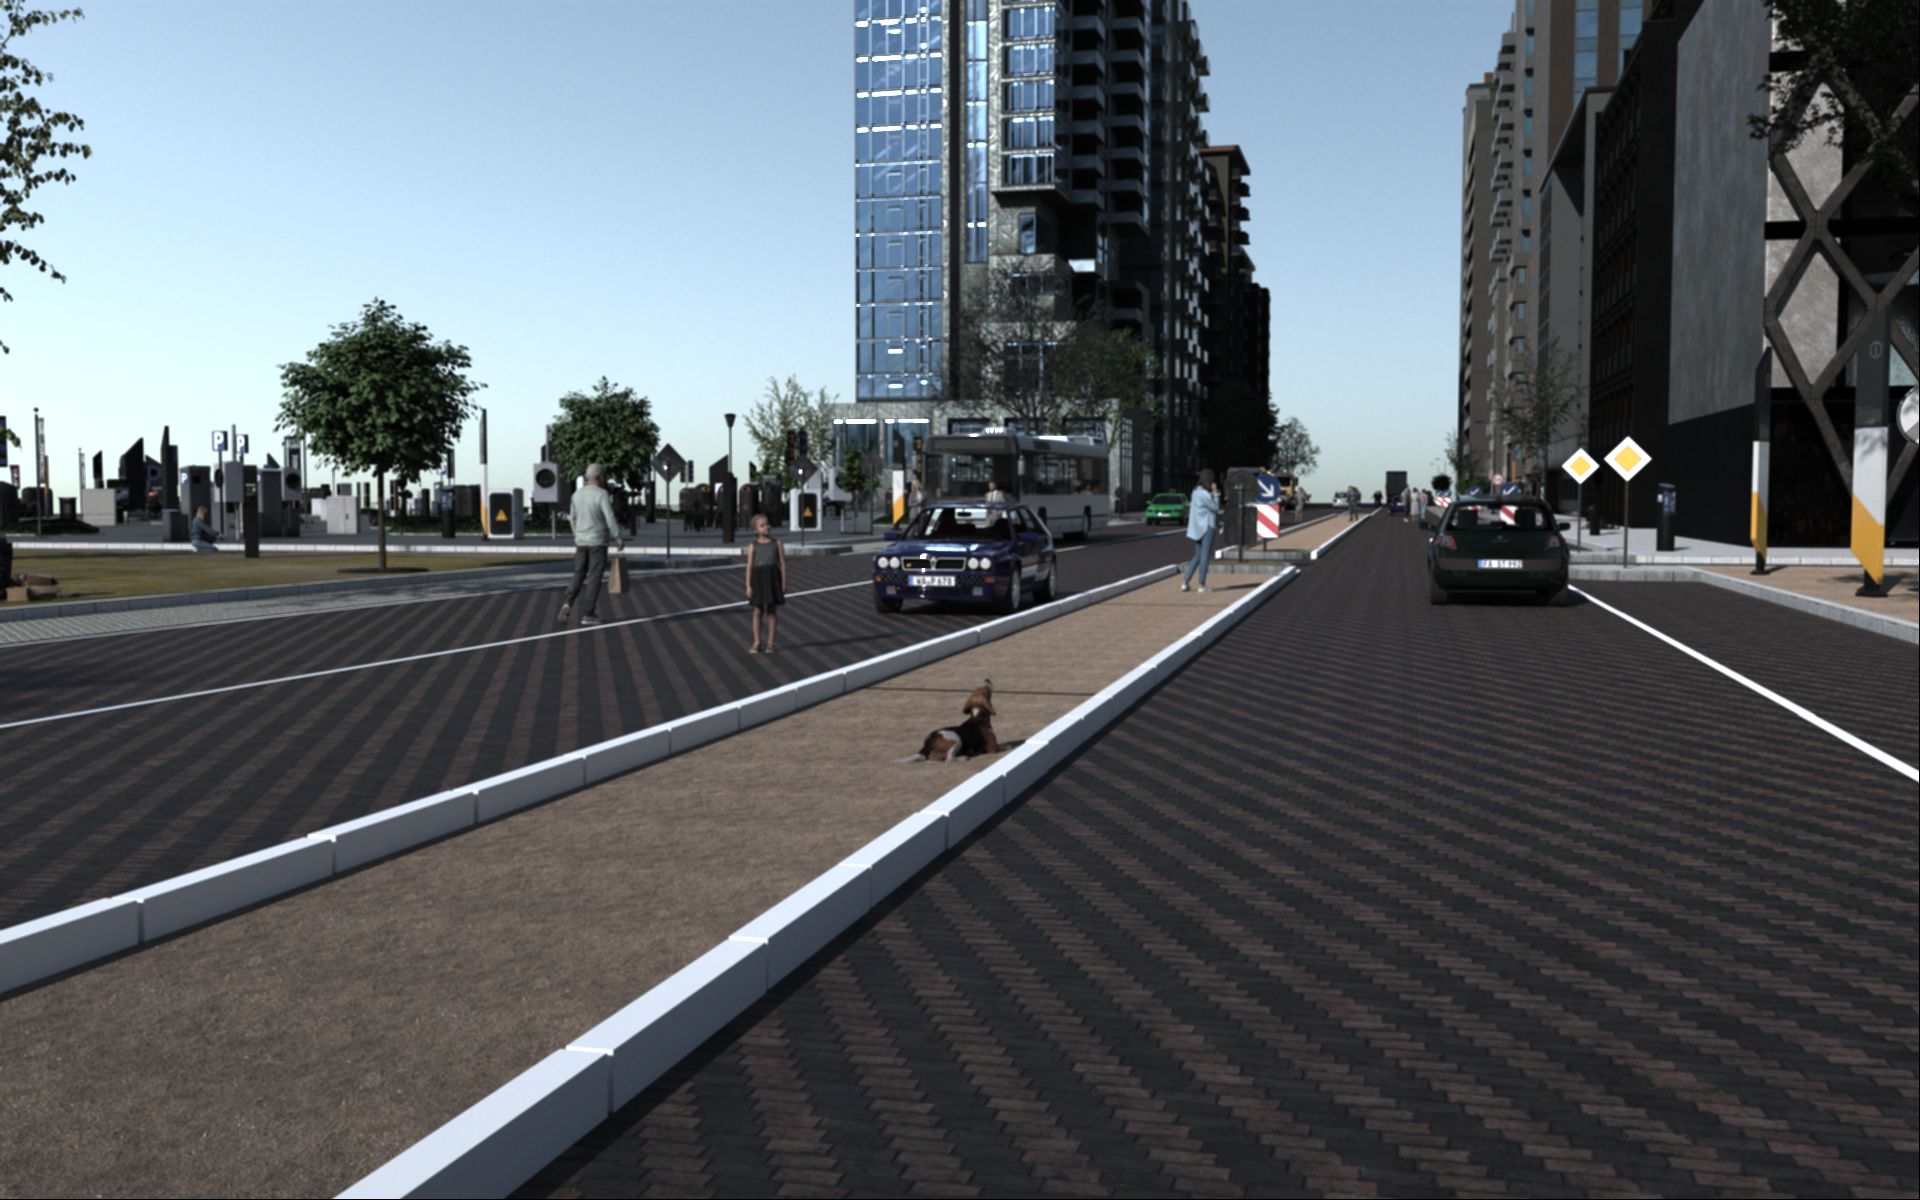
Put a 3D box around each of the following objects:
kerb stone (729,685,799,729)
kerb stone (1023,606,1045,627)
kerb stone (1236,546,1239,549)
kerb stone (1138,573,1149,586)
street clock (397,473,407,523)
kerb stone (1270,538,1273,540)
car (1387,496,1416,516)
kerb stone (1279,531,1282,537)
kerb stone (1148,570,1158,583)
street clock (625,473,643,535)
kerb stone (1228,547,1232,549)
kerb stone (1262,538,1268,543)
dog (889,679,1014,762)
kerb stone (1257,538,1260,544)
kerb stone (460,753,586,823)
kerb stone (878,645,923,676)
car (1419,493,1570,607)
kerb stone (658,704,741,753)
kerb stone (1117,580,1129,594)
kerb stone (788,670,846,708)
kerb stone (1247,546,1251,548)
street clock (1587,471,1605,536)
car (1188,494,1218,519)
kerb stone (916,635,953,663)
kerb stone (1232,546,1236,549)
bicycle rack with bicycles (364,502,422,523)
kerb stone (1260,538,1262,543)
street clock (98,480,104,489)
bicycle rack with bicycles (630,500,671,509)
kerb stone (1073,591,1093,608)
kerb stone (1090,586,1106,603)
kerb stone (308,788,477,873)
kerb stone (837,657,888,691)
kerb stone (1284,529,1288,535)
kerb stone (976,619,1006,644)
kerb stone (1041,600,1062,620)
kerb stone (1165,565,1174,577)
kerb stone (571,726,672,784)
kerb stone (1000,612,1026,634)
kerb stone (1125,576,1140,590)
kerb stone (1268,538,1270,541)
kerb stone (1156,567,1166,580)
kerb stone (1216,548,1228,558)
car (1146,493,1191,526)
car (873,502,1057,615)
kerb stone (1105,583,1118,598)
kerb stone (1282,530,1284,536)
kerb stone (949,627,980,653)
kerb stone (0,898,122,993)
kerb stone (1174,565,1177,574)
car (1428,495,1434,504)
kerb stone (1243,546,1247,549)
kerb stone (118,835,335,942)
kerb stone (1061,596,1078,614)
[{"bbox_3d":[-1.263,0.687,10.972,0.120,0.150,1.000,1,4,14],"label":"kerb stone"},{"bbox_3d":[0.747,0.202,18.926,0.120,0.150,1.000,1,4,14],"label":"kerb stone"},{"bbox_3d":[6.680,-1.227,42.321,0.120,0.150,1.000,1,4,14],"label":"kerb stone"},{"bbox_3d":[2.762,-0.286,26.891,0.120,0.150,1.000,1,4,14],"label":"kerb stone"},{"bbox_3d":[-19.533,-3.432,60.688,0.358,2.002,0.471,-2,4,-34],"label":"street clock"},{"bbox_3d":[9.438,-1.899,53.249,0.120,0.150,1.000,1,4,14],"label":"kerb stone"},{"bbox_3d":[29.656,-6.336,116.179,1.945,1.354,3.894,1,4,12],"label":"car"},{"bbox_3d":[10.453,-2.142,57.225,0.120,0.150,1.000,1,4,14],"label":"kerb stone"},{"bbox_3d":[3.020,-0.343,27.893,0.120,0.150,1.000,1,4,14],"label":"kerb stone"},{"bbox_3d":[-10.189,-3.023,53.992,0.471,2.002,0.358,-1,4,-8],"label":"street clock"},{"bbox_3d":[6.176,-1.105,40.323,0.120,0.150,1.000,1,4,14],"label":"kerb stone"},{"bbox_3d":[8.935,-1.772,51.258,0.120,0.150,1.000,1,4,14],"label":"kerb stone"},{"bbox_3d":[-0.052,0.657,9.457,0.748,0.427,0.550,0,4,-6],"label":"dog"},{"bbox_3d":[8.188,-1.595,48.280,0.120,0.150,1.000,1,4,14],"label":"kerb stone"},{"bbox_3d":[-2.020,0.869,7.996,0.120,0.150,1.000,1,4,14],"label":"kerb stone"},{"bbox_3d":[-0.512,0.504,13.960,0.120,0.150,1.000,1,4,14],"label":"kerb stone"},{"bbox_3d":[7.269,-0.841,23.534,2.009,1.686,4.222,1,4,15],"label":"car"},{"bbox_3d":[-1.518,0.747,9.981,0.120,0.150,1.000,1,4,14],"label":"kerb stone"},{"bbox_3d":[2.261,-0.158,24.898,0.120,0.150,1.000,1,4,14],"label":"kerb stone"},{"bbox_3d":[-1.017,0.625,11.976,0.120,0.150,1.000,1,4,14],"label":"kerb stone"},{"bbox_3d":[7.432,-1.413,45.302,0.120,0.150,1.000,1,4,14],"label":"kerb stone"},{"bbox_3d":[20.109,-3.069,54.745,0.471,2.002,0.358,-1,4,-20],"label":"street clock"},{"bbox_3d":[13.861,-5.506,99.618,1.945,1.707,3.694,1,4,13],"label":"car"},{"bbox_3d":[-0.263,0.443,14.954,0.120,0.150,1.000,1,4,14],"label":"kerb stone"},{"bbox_3d":[6.422,-1.170,41.326,0.120,0.150,1.000,1,4,14],"label":"kerb stone"},{"bbox_3d":[-25.068,-3.855,76.413,2.852,0.926,2.925,0,4,-1],"label":"bicycle rack with bicycles"},{"bbox_3d":[8.430,-1.655,49.274,0.120,0.150,1.000,1,4,14],"label":"kerb stone"},{"bbox_3d":[-45.084,-5.285,90.982,0.358,2.002,0.471,-1,4,-20],"label":"street clock"},{"bbox_3d":[-19.362,-5.728,107.039,2.852,0.926,2.925,3,5,44],"label":"bicycle rack with bicycles"},{"bbox_3d":[1.501,0.017,21.916,0.120,0.150,1.000,1,4,14],"label":"kerb stone"},{"bbox_3d":[1.756,-0.043,22.906,0.120,0.150,1.000,1,4,14],"label":"kerb stone"},{"bbox_3d":[-2.278,0.929,7.000,0.120,0.150,1.000,1,4,14],"label":"kerb stone"},{"bbox_3d":[-0.758,0.564,12.968,0.120,0.150,1.000,1,4,14],"label":"kerb stone"},{"bbox_3d":[11.208,-2.325,60.208,0.120,0.150,1.000,1,4,14],"label":"kerb stone"},{"bbox_3d":[0.254,0.321,16.939,0.120,0.150,1.000,1,4,14],"label":"kerb stone"},{"bbox_3d":[0.993,0.139,19.919,0.120,0.150,1.000,1,4,14],"label":"kerb stone"},{"bbox_3d":[3.519,-0.470,29.875,0.120,0.150,1.000,1,4,14],"label":"kerb stone"},{"bbox_3d":[-1.770,0.808,8.987,0.120,0.150,1.000,1,4,14],"label":"kerb stone"},{"bbox_3d":[0.493,0.261,17.935,0.120,0.150,1.000,1,4,14],"label":"kerb stone"},{"bbox_3d":[2.514,-0.226,25.891,0.120,0.150,1.000,1,4,14],"label":"kerb stone"},{"bbox_3d":[9.186,-1.837,52.250,0.120,0.150,1.000,1,4,14],"label":"kerb stone"},{"bbox_3d":[3.269,-0.409,28.884,0.120,0.150,1.000,1,4,14],"label":"kerb stone"},{"bbox_3d":[5.917,-1.048,39.334,0.120,0.150,1.000,1,4,14],"label":"kerb stone"},{"bbox_3d":[9.714,-4.372,80.283,1.959,1.807,4.718,1,4,14],"label":"car"},{"bbox_3d":[0.116,-0.570,21.901,1.945,1.354,3.894,1,4,13],"label":"car"},{"bbox_3d":[2.010,-0.105,23.907,0.120,0.150,1.000,1,4,14],"label":"kerb stone"},{"bbox_3d":[10.696,-2.203,58.218,0.120,0.150,1.000,1,4,14],"label":"kerb stone"},{"bbox_3d":[-0.015,0.386,15.946,0.120,0.150,1.000,1,4,14],"label":"kerb stone"},{"bbox_3d":[-2.780,1.051,5.005,0.120,0.150,1.000,1,4,14],"label":"kerb stone"},{"bbox_3d":[3.772,-0.531,30.871,0.120,0.150,1.000,1,4,14],"label":"kerb stone"},{"bbox_3d":[62.698,-13.635,232.518,1.945,1.707,3.694,1,4,13],"label":"car"},{"bbox_3d":[7.180,-1.352,44.311,0.120,0.150,1.000,1,4,14],"label":"kerb stone"},{"bbox_3d":[-2.526,0.995,5.998,0.120,0.150,1.000,1,4,14],"label":"kerb stone"},{"bbox_3d":[1.250,0.083,20.920,0.120,0.150,1.000,1,4,14],"label":"kerb stone"}]
